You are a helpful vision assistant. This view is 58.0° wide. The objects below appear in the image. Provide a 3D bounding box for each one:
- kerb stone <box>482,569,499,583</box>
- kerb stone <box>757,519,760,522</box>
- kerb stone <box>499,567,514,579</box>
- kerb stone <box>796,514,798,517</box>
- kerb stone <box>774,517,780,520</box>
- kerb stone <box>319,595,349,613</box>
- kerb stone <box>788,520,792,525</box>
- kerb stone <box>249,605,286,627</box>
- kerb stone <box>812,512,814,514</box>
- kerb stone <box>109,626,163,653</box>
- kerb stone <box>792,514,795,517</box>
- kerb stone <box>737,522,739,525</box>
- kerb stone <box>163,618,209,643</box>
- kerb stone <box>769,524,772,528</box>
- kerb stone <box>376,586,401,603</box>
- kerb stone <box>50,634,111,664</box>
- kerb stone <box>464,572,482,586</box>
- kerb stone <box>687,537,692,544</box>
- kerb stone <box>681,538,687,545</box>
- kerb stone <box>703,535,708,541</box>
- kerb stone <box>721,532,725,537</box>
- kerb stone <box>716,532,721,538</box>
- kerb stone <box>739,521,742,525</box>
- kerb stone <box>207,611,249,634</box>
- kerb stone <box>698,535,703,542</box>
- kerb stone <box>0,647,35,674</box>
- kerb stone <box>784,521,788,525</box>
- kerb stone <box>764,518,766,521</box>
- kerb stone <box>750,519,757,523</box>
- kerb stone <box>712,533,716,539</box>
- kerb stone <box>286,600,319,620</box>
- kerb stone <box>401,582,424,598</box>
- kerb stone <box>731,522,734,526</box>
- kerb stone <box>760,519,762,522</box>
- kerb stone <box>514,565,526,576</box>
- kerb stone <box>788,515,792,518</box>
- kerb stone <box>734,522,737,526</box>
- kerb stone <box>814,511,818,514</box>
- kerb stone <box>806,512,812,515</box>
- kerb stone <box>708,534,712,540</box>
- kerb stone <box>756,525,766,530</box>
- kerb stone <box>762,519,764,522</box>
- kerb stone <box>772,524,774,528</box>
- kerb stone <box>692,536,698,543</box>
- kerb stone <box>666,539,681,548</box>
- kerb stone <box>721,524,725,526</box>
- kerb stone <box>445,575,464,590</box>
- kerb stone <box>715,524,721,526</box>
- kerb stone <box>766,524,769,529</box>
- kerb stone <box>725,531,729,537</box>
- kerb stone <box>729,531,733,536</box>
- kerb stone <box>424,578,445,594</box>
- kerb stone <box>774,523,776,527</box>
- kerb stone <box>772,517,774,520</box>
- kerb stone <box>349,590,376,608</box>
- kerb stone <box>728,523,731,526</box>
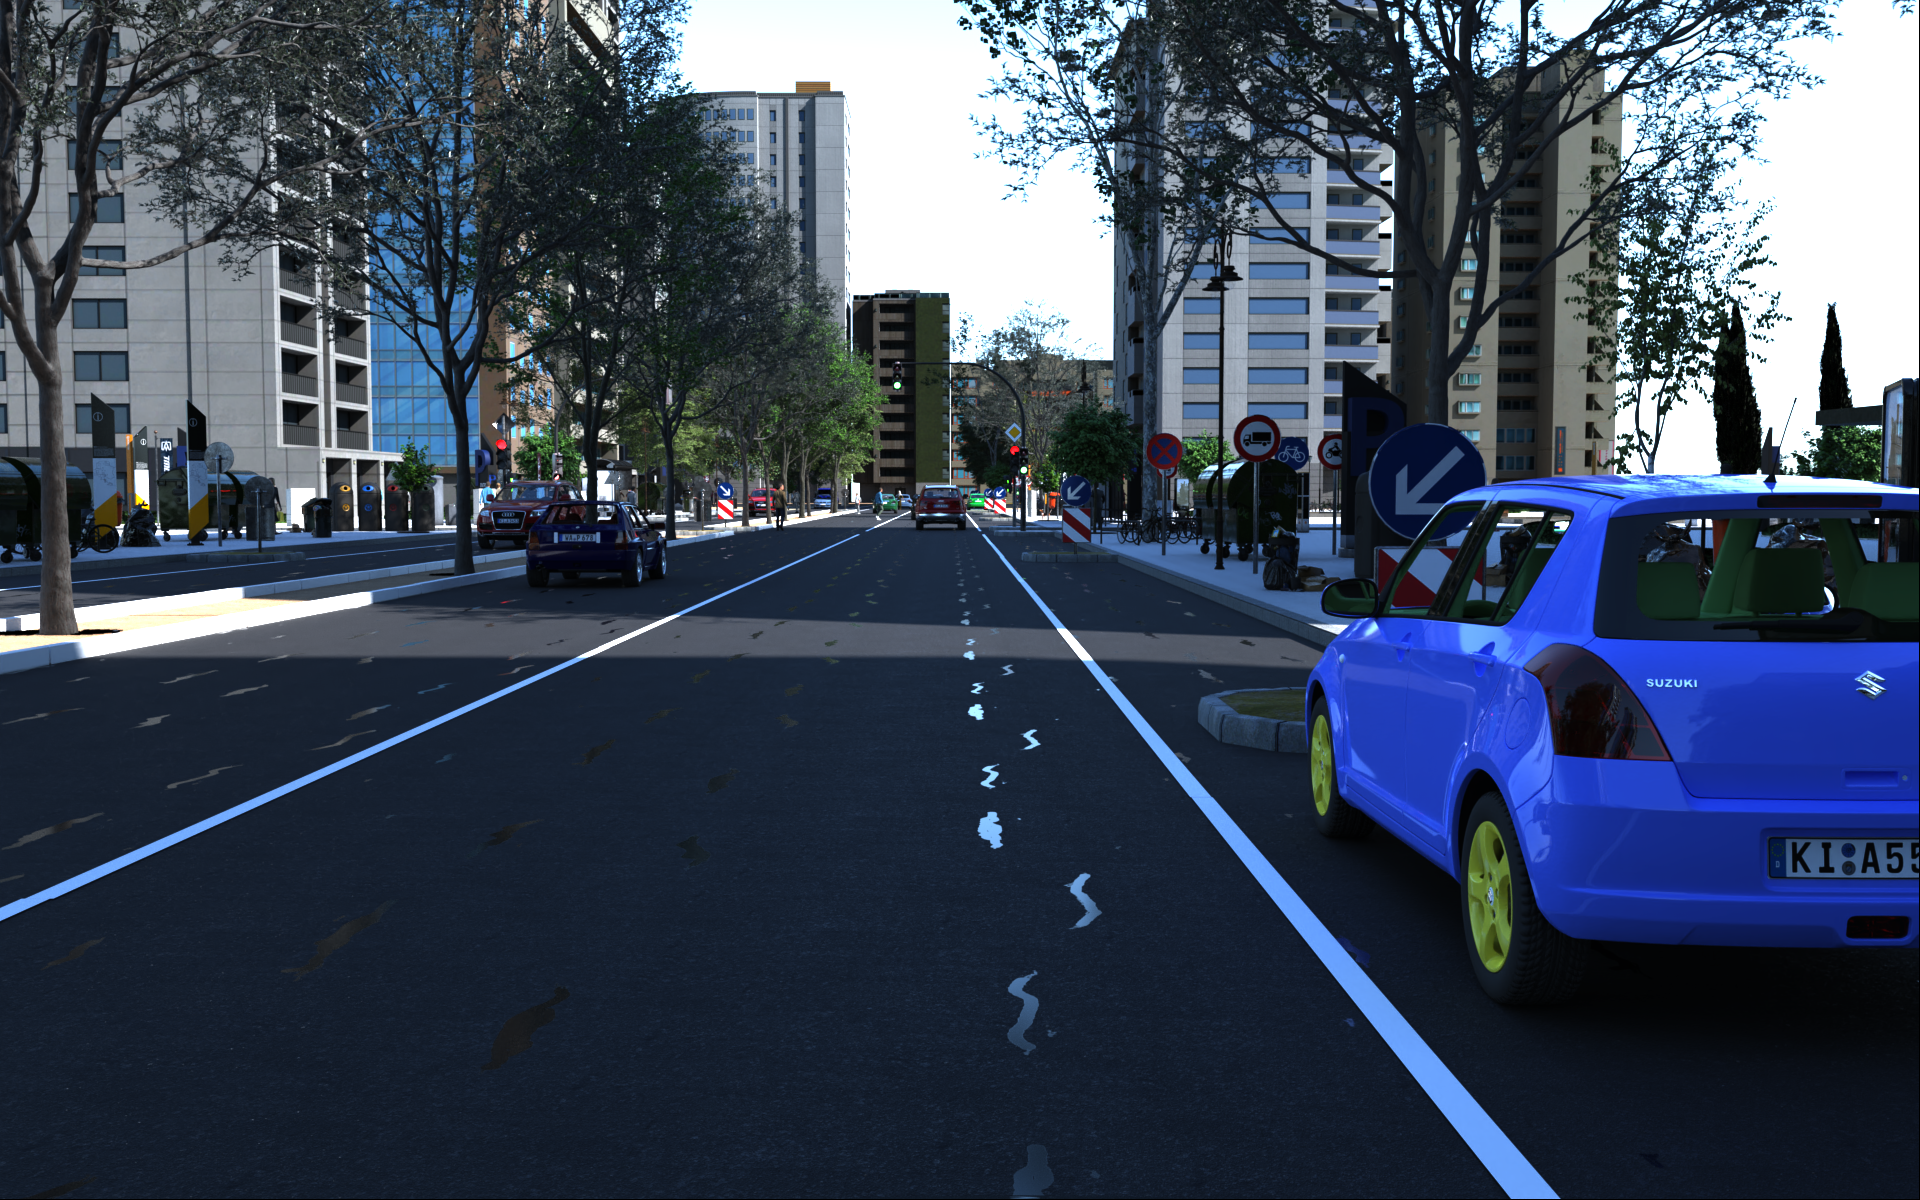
[{"bbox_3d":[-7.792,-0.378,28.387,0.120,0.150,1.000,0,4,0],"label":"kerb stone"},{"bbox_3d":[-10.231,-3.920,86.324,0.120,0.150,1.000,0,4,0],"label":"kerb stone"},{"bbox_3d":[-7.801,-0.440,29.421,0.120,0.150,1.000,0,4,0],"label":"kerb stone"},{"bbox_3d":[-10.356,-5.239,107.857,0.120,0.150,1.000,0,4,0],"label":"kerb stone"},{"bbox_3d":[-10.293,-4.548,96.561,0.120,0.150,1.000,0,4,0],"label":"kerb stone"},{"bbox_3d":[-7.746,0.063,21.211,0.120,0.150,1.000,0,4,0],"label":"kerb stone"},{"bbox_3d":[-8.101,-3.613,81.268,0.120,0.150,1.000,0,4,0],"label":"kerb stone"},{"bbox_3d":[-7.736,0.185,19.165,0.120,0.150,1.000,0,4,0],"label":"kerb stone"},{"bbox_3d":[-10.432,-5.993,120.173,0.120,0.150,1.000,0,4,0],"label":"kerb stone"},{"bbox_3d":[-7.719,0.373,16.094,0.120,0.150,1.000,0,4,0],"label":"kerb stone"},{"bbox_3d":[-10.345,-5.113,105.797,0.120,0.150,1.000,0,4,0],"label":"kerb stone"},{"bbox_3d":[-10.190,-3.420,78.133,0.120,0.150,1.000,0,4,0],"label":"kerb stone"},{"bbox_3d":[-7.723,0.314,17.116,0.120,0.150,1.000,0,4,0],"label":"kerb stone"},{"bbox_3d":[-8.047,-3.048,72.030,0.120,0.150,1.000,0,4,0],"label":"kerb stone"},{"bbox_3d":[-7.764,-0.061,23.267,0.120,0.150,1.000,0,4,0],"label":"kerb stone"},{"bbox_3d":[-7.712,0.436,15.072,0.120,0.150,1.000,0,4,0],"label":"kerb stone"},{"bbox_3d":[-7.789,-0.316,27.364,0.120,0.150,1.000,0,4,0],"label":"kerb stone"},{"bbox_3d":[-7.923,-1.696,49.930,0.120,0.150,1.000,0,4,0],"label":"kerb stone"},{"bbox_3d":[-7.910,-1.627,48.904,0.120,0.150,1.000,0,4,0],"label":"kerb stone"},{"bbox_3d":[-7.931,-1.884,53.003,0.120,0.150,1.000,0,4,0],"label":"kerb stone"},{"bbox_3d":[-7.955,-2.135,57.100,0.120,0.150,1.000,0,4,0],"label":"kerb stone"},{"bbox_3d":[-7.962,-2.069,56.069,0.120,0.150,1.000,0,4,0],"label":"kerb stone"},{"bbox_3d":[-10.193,-3.484,79.158,0.120,0.150,1.000,0,4,0],"label":"kerb stone"},{"bbox_3d":[-7.737,0.248,18.143,0.120,0.150,1.000,0,4,0],"label":"kerb stone"},{"bbox_3d":[-7.926,-1.818,51.982,0.120,0.150,1.000,0,4,0],"label":"kerb stone"},{"bbox_3d":[-7.708,0.498,14.046,0.120,0.150,1.000,0,4,0],"label":"kerb stone"},{"bbox_3d":[-8.087,-3.484,79.217,0.120,0.150,1.000,0,4,0],"label":"kerb stone"},{"bbox_3d":[-10.251,-4.110,89.397,0.120,0.150,1.000,0,4,0],"label":"kerb stone"},{"bbox_3d":[-10.230,-3.854,85.297,0.120,0.150,1.000,0,4,0],"label":"kerb stone"},{"bbox_3d":[-7.949,-2.009,55.047,0.120,0.150,1.000,0,4,0],"label":"kerb stone"},{"bbox_3d":[-7.742,0.123,20.187,0.120,0.150,1.000,0,4,0],"label":"kerb stone"},{"bbox_3d":[-7.772,-0.119,24.292,0.120,0.150,1.000,0,4,0],"label":"kerb stone"},{"bbox_3d":[-10.175,-3.296,76.089,0.120,0.150,1.000,0,4,0],"label":"kerb stone"},{"bbox_3d":[-10.236,-3.985,87.346,0.120,0.150,1.000,0,4,0],"label":"kerb stone"},{"bbox_3d":[-7.810,-0.504,30.443,0.120,0.150,1.000,0,4,0],"label":"kerb stone"},{"bbox_3d":[-10.340,-4.983,103.747,0.120,0.150,1.000,0,4,0],"label":"kerb stone"},{"bbox_3d":[-10.178,-3.359,77.111,0.120,0.150,1.000,0,4,0],"label":"kerb stone"},{"bbox_3d":[-10.456,-6.243,124.272,0.120,0.150,1.000,0,4,0],"label":"kerb stone"},{"bbox_3d":[-10.428,-5.921,119.134,0.120,0.150,1.000,0,4,0],"label":"kerb stone"},{"bbox_3d":[-7.946,-1.945,54.025,0.120,0.150,1.000,0,4,0],"label":"kerb stone"},{"bbox_3d":[-8.041,-2.920,69.962,0.120,0.150,1.000,0,4,0],"label":"kerb stone"},{"bbox_3d":[-10.249,-4.046,88.371,0.120,0.150,1.000,0,4,0],"label":"kerb stone"},{"bbox_3d":[-8.058,-3.111,73.062,0.120,0.150,1.000,0,4,0],"label":"kerb stone"},{"bbox_3d":[-7.931,-1.758,50.957,0.120,0.150,1.000,0,4,0],"label":"kerb stone"},{"bbox_3d":[-7.908,-1.571,47.882,0.120,0.150,1.000,0,4,0],"label":"kerb stone"},{"bbox_3d":[-10.158,-3.102,73.019,0.120,0.150,1.000,0,4,0],"label":"kerb stone"},{"bbox_3d":[-7.784,-0.254,26.342,0.120,0.150,1.000,0,4,0],"label":"kerb stone"},{"bbox_3d":[-10.149,-3.043,71.991,0.120,0.150,1.000,0,4,0],"label":"kerb stone"},{"bbox_3d":[-8.040,-2.985,71.002,0.120,0.150,1.000,0,4,0],"label":"kerb stone"},{"bbox_3d":[-7.968,-2.197,58.122,0.120,0.150,1.000,0,4,0],"label":"kerb stone"},{"bbox_3d":[-7.974,-2.257,59.144,0.120,0.150,1.000,0,4,0],"label":"kerb stone"},{"bbox_3d":[-7.775,-0.189,25.317,0.120,0.150,1.000,0,4,0],"label":"kerb stone"},{"bbox_3d":[-8.063,-3.173,74.084,0.120,0.150,1.000,0,4,0],"label":"kerb stone"},{"bbox_3d":[-10.281,-4.361,93.491,0.120,0.150,1.000,0,4,0],"label":"kerb stone"},{"bbox_3d":[-7.754,0.001,22.233,0.120,0.150,1.000,0,4,0],"label":"kerb stone"},{"bbox_3d":[-10.169,-3.234,75.066,0.120,0.150,1.000,0,4,0],"label":"kerb stone"}]
